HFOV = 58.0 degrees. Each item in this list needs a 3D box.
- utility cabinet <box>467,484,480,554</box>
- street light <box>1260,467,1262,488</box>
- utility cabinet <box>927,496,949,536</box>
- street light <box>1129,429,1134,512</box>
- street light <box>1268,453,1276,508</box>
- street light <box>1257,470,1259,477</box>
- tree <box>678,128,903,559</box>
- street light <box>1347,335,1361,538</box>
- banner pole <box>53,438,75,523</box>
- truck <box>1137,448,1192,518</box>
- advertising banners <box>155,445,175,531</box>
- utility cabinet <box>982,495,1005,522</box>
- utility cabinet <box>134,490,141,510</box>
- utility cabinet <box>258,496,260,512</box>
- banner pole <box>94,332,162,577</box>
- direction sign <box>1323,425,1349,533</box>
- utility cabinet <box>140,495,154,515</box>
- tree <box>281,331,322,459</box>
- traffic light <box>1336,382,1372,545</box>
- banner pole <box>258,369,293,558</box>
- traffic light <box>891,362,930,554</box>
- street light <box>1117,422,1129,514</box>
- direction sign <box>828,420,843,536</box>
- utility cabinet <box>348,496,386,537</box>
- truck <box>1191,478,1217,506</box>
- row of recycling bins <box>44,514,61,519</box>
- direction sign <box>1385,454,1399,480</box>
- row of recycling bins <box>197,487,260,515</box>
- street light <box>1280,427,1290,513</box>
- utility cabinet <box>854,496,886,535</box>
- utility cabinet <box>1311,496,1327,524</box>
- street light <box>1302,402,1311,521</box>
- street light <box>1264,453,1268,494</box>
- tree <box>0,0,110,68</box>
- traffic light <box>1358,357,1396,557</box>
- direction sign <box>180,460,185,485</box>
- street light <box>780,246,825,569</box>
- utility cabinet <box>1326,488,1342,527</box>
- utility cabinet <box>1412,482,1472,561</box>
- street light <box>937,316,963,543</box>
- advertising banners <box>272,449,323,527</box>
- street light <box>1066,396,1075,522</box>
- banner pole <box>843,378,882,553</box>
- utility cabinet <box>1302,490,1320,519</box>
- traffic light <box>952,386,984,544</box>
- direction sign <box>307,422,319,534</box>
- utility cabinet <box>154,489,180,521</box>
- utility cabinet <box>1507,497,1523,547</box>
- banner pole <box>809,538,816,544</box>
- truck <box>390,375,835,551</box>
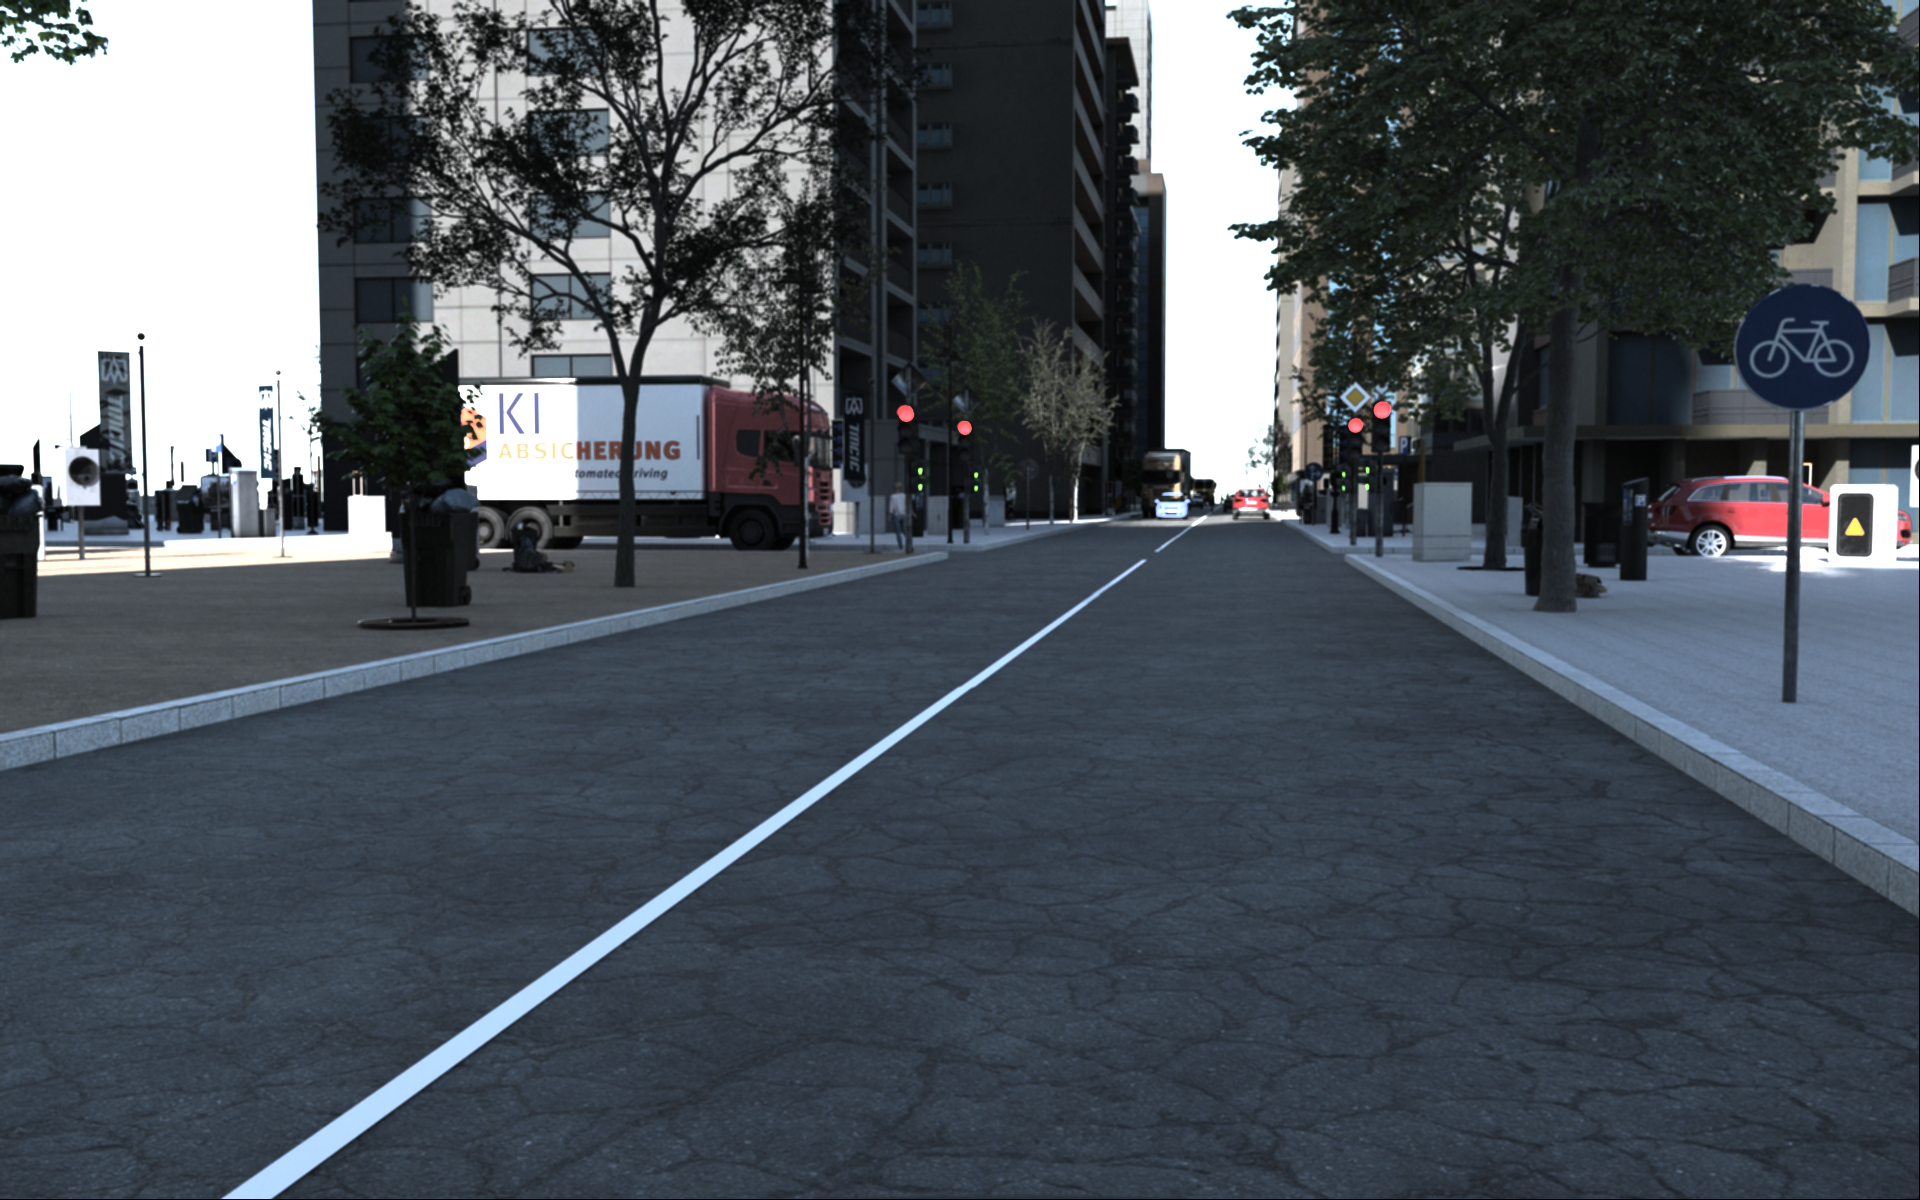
[{"bbox_3d":[-10.564,-1.688,36.273,0.318,1.500,1.173,2,4,23],"label":"utility cabinet"},{"bbox_3d":[36.649,-14.396,208.155,0.468,5.910,1.993,1,4,9],"label":"street light"},{"bbox_3d":[-0.638,-2.618,53.968,0.306,1.237,1.020,-2,4,-32],"label":"utility cabinet"},{"bbox_3d":[11.828,-9.046,120.691,0.468,5.910,1.993,1,4,9],"label":"street light"},{"bbox_3d":[28.681,-11.347,158.304,0.468,5.910,1.993,1,4,9],"label":"street light"},{"bbox_3d":[41.967,-16.450,241.736,0.468,5.910,1.993,1,4,9],"label":"street light"},{"bbox_3d":[-3.309,-5.122,34.107,4.360,8.622,3.978,0,3,0],"label":"tree"},{"bbox_3d":[11.430,-4.743,50.333,0.468,5.910,1.993,1,4,9],"label":"street light"},{"bbox_3d":[-39.854,-5.320,76.991,0.401,3.779,0.863,2,4,30],"label":"banner pole"},{"bbox_3d":[12.888,-7.292,108.129,2.839,4.237,11.283,1,4,11],"label":"truck"},{"bbox_3d":[-28.045,-3.976,61.198,0.090,3.025,2.074,0,4,-6],"label":"advertising banners"},{"bbox_3d":[1.547,-4.185,79.590,1.020,1.237,0.306,0,4,2],"label":"utility cabinet"},{"bbox_3d":[-45.359,-5.247,94.469,1.173,1.500,0.318,0,4,-4],"label":"utility cabinet"},{"bbox_3d":[-24.693,-3.009,60.354,0.306,1.237,1.020,0,4,-4],"label":"utility cabinet"},{"bbox_3d":[-12.859,-2.248,26.775,0.863,3.779,0.401,-2,4,-35],"label":"banner pole"},{"bbox_3d":[12.328,-3.965,56.821,0.876,3.537,0.379,0,4,-5],"label":"direction sign"},{"bbox_3d":[-50.782,-5.937,108.231,0.306,1.237,1.020,2,4,25],"label":"utility cabinet"},{"bbox_3d":[-27.780,-7.751,77.099,4.737,8.622,4.395,0,3,0],"label":"tree"},{"bbox_3d":[9.828,-3.323,43.252,0.839,4.253,0.868,1,4,9],"label":"traffic light"},{"bbox_3d":[-13.867,-2.748,34.950,0.863,3.779,0.401,2,4,31],"label":"banner pole"},{"bbox_3d":[-1.074,-2.934,36.886,0.839,4.253,0.868,1,4,9],"label":"traffic light"},{"bbox_3d":[10.357,-8.471,111.281,0.468,5.910,1.993,1,4,9],"label":"street light"},{"bbox_3d":[-4.012,-3.737,53.098,0.876,3.537,0.379,0,4,-4],"label":"direction sign"},{"bbox_3d":[-17.900,-2.515,52.284,1.020,1.237,0.306,-2,4,-30],"label":"utility cabinet"},{"bbox_3d":[30.511,-13.497,216.600,3.469,3.379,9.791,1,4,10],"label":"truck"},{"bbox_3d":[-46.338,-5.051,89.701,1.069,1.692,3.534,3,5,41],"label":"row of recycling bins"},{"bbox_3d":[24.274,-6.433,97.169,0.876,3.537,0.379,2,4,34],"label":"direction sign"},{"bbox_3d":[-41.512,-5.569,98.169,3.534,1.692,1.069,-3,5,-42],"label":"row of recycling bins"},{"bbox_3d":[23.358,-9.327,125.290,0.468,5.910,1.993,1,4,9],"label":"street light"},{"bbox_3d":[-2.874,-2.680,54.982,1.020,1.237,0.306,-2,4,-32],"label":"utility cabinet"},{"bbox_3d":[15.473,-3.905,75.006,1.020,1.237,0.306,-1,4,-23],"label":"utility cabinet"},{"bbox_3d":[16.643,-6.763,83.365,0.468,5.910,1.993,1,4,9],"label":"street light"},{"bbox_3d":[34.036,-13.407,191.991,0.468,5.910,1.993,1,4,9],"label":"street light"},{"bbox_3d":[-6.679,-5.057,8.436,9.928,11.665,9.643,0,3,0],"label":"tree"},{"bbox_3d":[8.568,-2.841,35.367,0.839,4.253,0.868,1,4,9],"label":"traffic light"},{"bbox_3d":[-52.344,-7.623,116.633,0.379,3.537,0.876,-1,4,-9],"label":"direction sign"},{"bbox_3d":[-2.715,-3.481,29.703,0.468,5.910,1.993,1,4,9],"label":"street light"},{"bbox_3d":[14.638,-3.611,67.714,0.318,1.500,1.173,0,4,-3],"label":"utility cabinet"},{"bbox_3d":[9.220,-1.496,33.142,1.173,1.500,0.318,-2,4,-25],"label":"utility cabinet"},{"bbox_3d":[-0.256,-4.422,45.090,0.468,5.910,1.993,1,4,9],"label":"street light"},{"bbox_3d":[-25.880,-4.353,67.359,0.090,3.025,2.074,3,5,41],"label":"advertising banners"},{"bbox_3d":[5.032,-6.451,78.267,0.468,5.910,1.993,1,4,9],"label":"street light"},{"bbox_3d":[-2.130,-2.905,37.511,0.863,3.779,0.401,1,4,8],"label":"banner pole"},{"bbox_3d":[17.624,-4.766,86.610,0.318,1.500,1.173,-2,4,-34],"label":"utility cabinet"},{"bbox_3d":[0.186,-3.416,44.772,0.839,4.253,0.868,1,4,9],"label":"traffic light"},{"bbox_3d":[-20.607,-3.855,55.023,0.379,3.537,0.876,-1,4,-18],"label":"direction sign"},{"bbox_3d":[-36.514,-4.353,79.855,1.173,1.500,0.318,0,4,3],"label":"utility cabinet"},{"bbox_3d":[13.615,-1.915,42.472,0.306,1.237,1.020,1,4,22],"label":"utility cabinet"},{"bbox_3d":[-4.012,-3.376,45.220,0.401,3.779,0.863,-1,4,-15],"label":"banner pole"},{"bbox_3d":[-8.122,-3.266,42.316,11.283,4.237,2.839,1,4,9],"label":"truck"}]
